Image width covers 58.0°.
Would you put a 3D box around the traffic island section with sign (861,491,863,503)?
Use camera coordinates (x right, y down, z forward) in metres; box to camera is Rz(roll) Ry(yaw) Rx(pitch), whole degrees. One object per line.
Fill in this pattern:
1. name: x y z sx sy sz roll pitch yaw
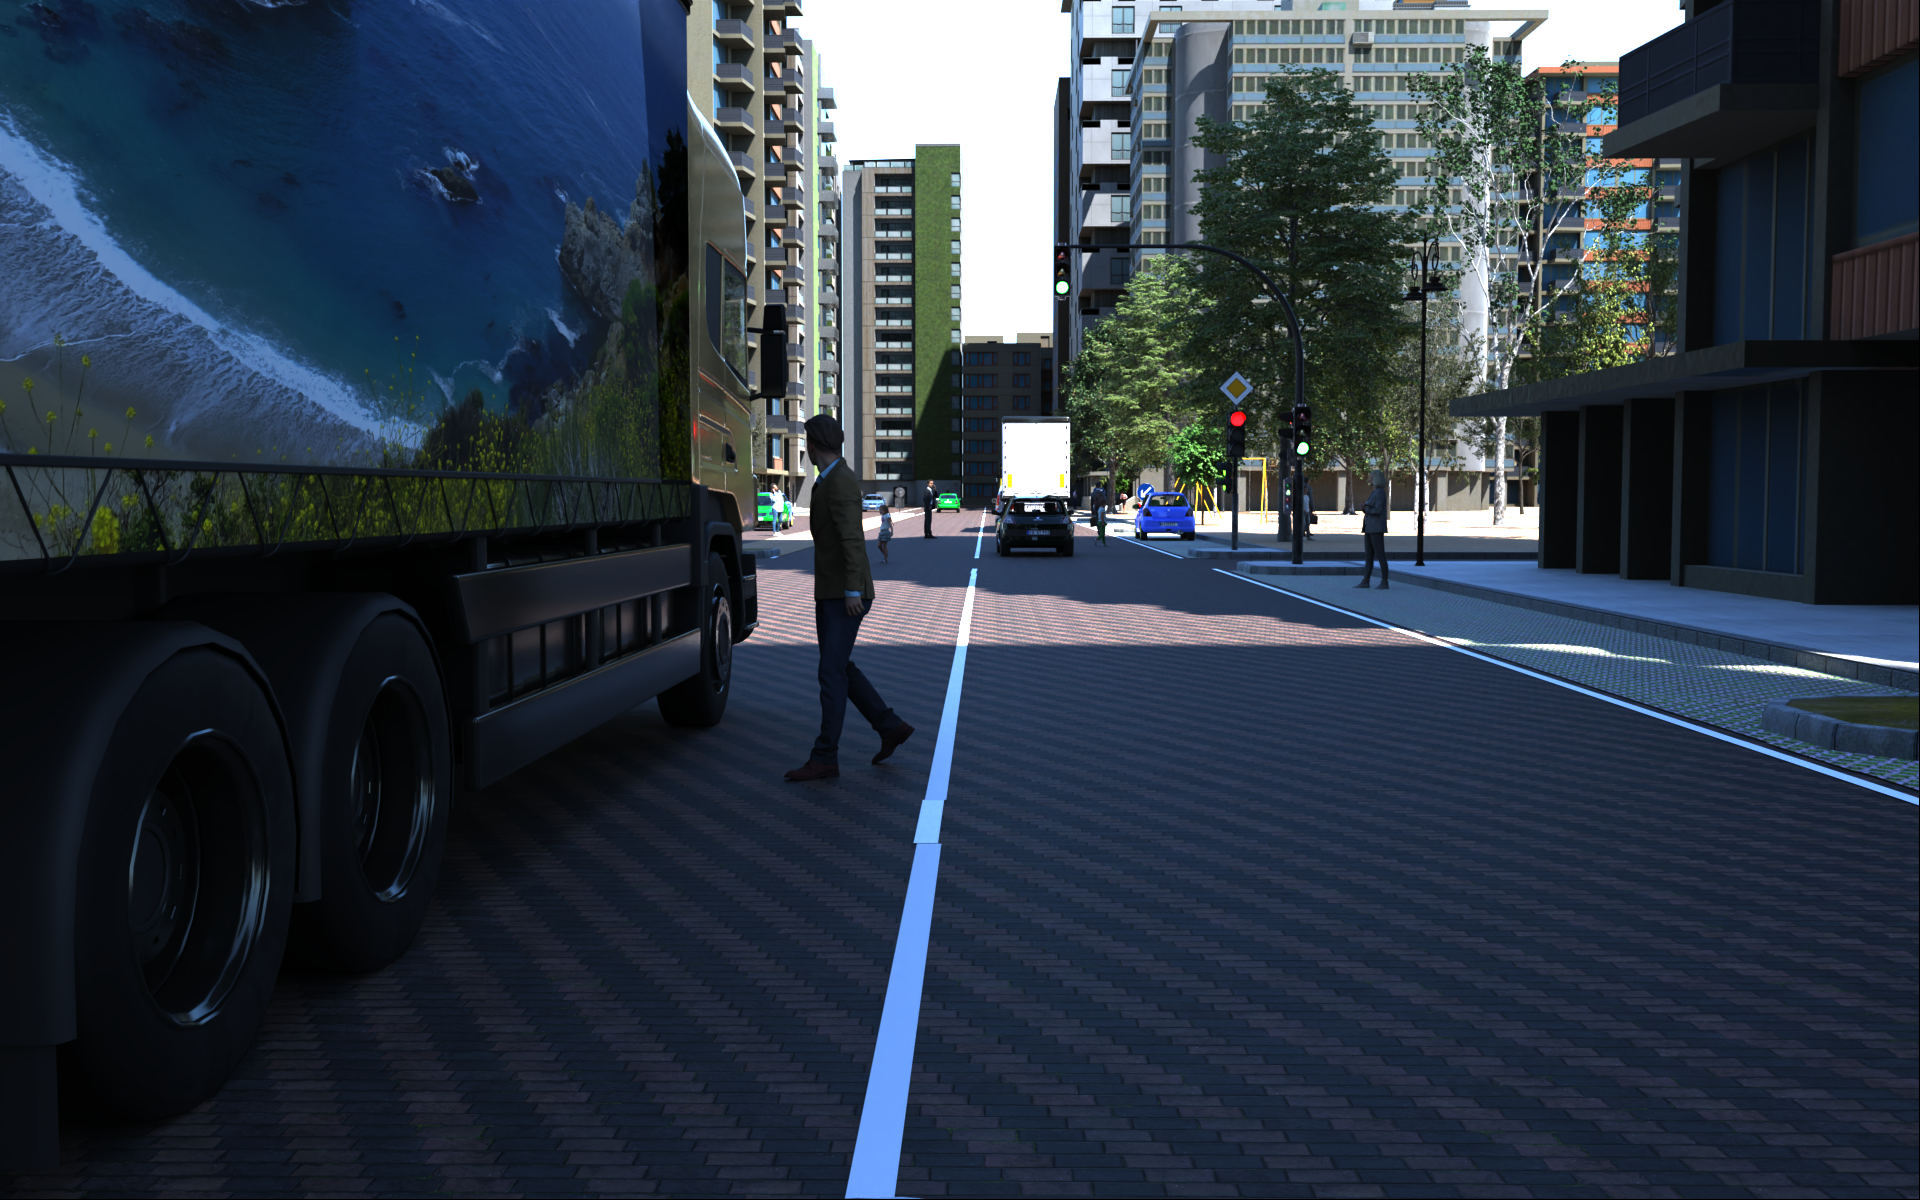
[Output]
1. traffic island section with sign: -9.723 -9.792 168.732 1.989 1.847 2.006 0 4 1

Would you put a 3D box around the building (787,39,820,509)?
1. building: -19.978 -28.610 151.362 14.154 41.232 14.086 0 4 1

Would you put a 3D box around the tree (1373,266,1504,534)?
1. tree: 15.093 -6.435 55.570 4.360 8.622 3.978 0 3 0

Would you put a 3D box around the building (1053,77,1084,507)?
1. building: 17.000 -32.598 183.082 14.600 45.320 14.200 0 4 1

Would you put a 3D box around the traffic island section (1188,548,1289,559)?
1. traffic island section: 6.326 -1.068 39.739 2.009 0.180 2.903 0 4 1

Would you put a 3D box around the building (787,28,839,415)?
1. building: -28.192 -34.232 179.306 30.456 49.044 23.786 0 4 1

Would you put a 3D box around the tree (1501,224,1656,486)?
1. tree: 17.320 -5.981 48.151 4.737 8.622 4.395 0 3 0

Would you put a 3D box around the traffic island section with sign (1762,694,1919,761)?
1. traffic island section with sign: 5.847 -0.084 10.004 1.989 1.847 2.006 0 4 1

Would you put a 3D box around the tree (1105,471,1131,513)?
1. tree: 10.773 -7.413 115.808 1.663 3.219 1.824 0 3 0

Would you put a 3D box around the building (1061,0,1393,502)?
1. building: 24.268 -35.025 161.893 28.713 52.752 27.495 0 4 1

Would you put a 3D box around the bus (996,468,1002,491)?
1. bus: 4.241 -8.602 132.195 2.896 3.916 12.252 0 4 1

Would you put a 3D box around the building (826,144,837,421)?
1. building: -21.340 -31.899 205.147 14.086 41.232 14.154 0 4 1

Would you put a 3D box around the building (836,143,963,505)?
1. building: -6.680 -31.895 205.076 14.086 41.232 14.154 0 4 1

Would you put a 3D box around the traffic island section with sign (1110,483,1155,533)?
1. traffic island section with sign: 6.728 -3.407 64.335 1.989 1.847 2.006 0 4 1

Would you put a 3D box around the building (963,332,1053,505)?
1. building: 14.974 -22.437 211.887 28.899 21.520 27.650 0 4 1

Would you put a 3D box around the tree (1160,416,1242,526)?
1. tree: 9.880 -5.341 71.033 4.285 4.588 4.351 0 3 0

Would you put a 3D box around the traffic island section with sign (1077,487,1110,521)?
1. traffic island section with sign: 7.166 -5.056 91.286 1.989 1.847 2.006 0 4 1

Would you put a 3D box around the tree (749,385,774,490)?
1. tree: -13.807 -9.720 109.291 4.360 8.622 3.978 0 3 0

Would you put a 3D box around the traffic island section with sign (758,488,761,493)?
1. traffic island section with sign: -10.945 -5.115 92.253 1.989 1.847 2.006 0 4 1

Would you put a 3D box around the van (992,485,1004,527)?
1. van: 2.398 -4.226 76.111 2.013 2.044 4.112 0 4 2

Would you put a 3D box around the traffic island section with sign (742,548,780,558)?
1. traffic island section with sign: -5.227 -1.923 39.585 2.006 1.907 1.989 0 4 1

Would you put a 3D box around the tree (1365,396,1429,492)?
1. tree: 24.103 -8.935 96.446 4.737 8.622 4.395 0 3 0

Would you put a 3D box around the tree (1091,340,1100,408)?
1. tree: 9.702 -10.061 82.632 7.486 12.596 7.792 0 3 0

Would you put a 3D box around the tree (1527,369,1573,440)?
1. tree: 35.094 -9.222 101.134 4.360 8.622 3.978 0 3 0

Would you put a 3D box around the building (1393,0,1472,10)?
1. building: 43.469 -40.659 206.775 28.212 58.520 21.231 0 4 1

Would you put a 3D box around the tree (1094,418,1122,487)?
1. tree: 10.725 -10.368 119.882 4.737 8.622 4.395 0 3 0

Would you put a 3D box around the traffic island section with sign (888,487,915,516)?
1. traffic island section with sign: -4.029 -6.519 114.714 2.006 1.907 1.989 0 4 1

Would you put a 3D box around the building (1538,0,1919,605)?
1. building: 19.462 -22.106 16.066 22.147 44.769 28.867 0 4 1

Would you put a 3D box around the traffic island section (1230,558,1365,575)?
1. traffic island section: 6.197 -0.579 31.755 2.009 0.180 2.903 0 4 1

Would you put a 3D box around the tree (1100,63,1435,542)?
1. tree: 8.995 -7.818 45.947 7.486 12.596 7.792 0 3 0

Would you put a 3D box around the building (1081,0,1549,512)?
1. building: 26.089 -27.142 135.646 32.217 40.220 23.993 0 4 1

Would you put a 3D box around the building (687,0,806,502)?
1. building: -23.448 -29.067 129.871 22.147 44.769 28.867 0 4 1

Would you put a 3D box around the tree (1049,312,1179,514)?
1. tree: 9.681 -11.736 108.890 9.611 12.733 9.660 0 3 0
